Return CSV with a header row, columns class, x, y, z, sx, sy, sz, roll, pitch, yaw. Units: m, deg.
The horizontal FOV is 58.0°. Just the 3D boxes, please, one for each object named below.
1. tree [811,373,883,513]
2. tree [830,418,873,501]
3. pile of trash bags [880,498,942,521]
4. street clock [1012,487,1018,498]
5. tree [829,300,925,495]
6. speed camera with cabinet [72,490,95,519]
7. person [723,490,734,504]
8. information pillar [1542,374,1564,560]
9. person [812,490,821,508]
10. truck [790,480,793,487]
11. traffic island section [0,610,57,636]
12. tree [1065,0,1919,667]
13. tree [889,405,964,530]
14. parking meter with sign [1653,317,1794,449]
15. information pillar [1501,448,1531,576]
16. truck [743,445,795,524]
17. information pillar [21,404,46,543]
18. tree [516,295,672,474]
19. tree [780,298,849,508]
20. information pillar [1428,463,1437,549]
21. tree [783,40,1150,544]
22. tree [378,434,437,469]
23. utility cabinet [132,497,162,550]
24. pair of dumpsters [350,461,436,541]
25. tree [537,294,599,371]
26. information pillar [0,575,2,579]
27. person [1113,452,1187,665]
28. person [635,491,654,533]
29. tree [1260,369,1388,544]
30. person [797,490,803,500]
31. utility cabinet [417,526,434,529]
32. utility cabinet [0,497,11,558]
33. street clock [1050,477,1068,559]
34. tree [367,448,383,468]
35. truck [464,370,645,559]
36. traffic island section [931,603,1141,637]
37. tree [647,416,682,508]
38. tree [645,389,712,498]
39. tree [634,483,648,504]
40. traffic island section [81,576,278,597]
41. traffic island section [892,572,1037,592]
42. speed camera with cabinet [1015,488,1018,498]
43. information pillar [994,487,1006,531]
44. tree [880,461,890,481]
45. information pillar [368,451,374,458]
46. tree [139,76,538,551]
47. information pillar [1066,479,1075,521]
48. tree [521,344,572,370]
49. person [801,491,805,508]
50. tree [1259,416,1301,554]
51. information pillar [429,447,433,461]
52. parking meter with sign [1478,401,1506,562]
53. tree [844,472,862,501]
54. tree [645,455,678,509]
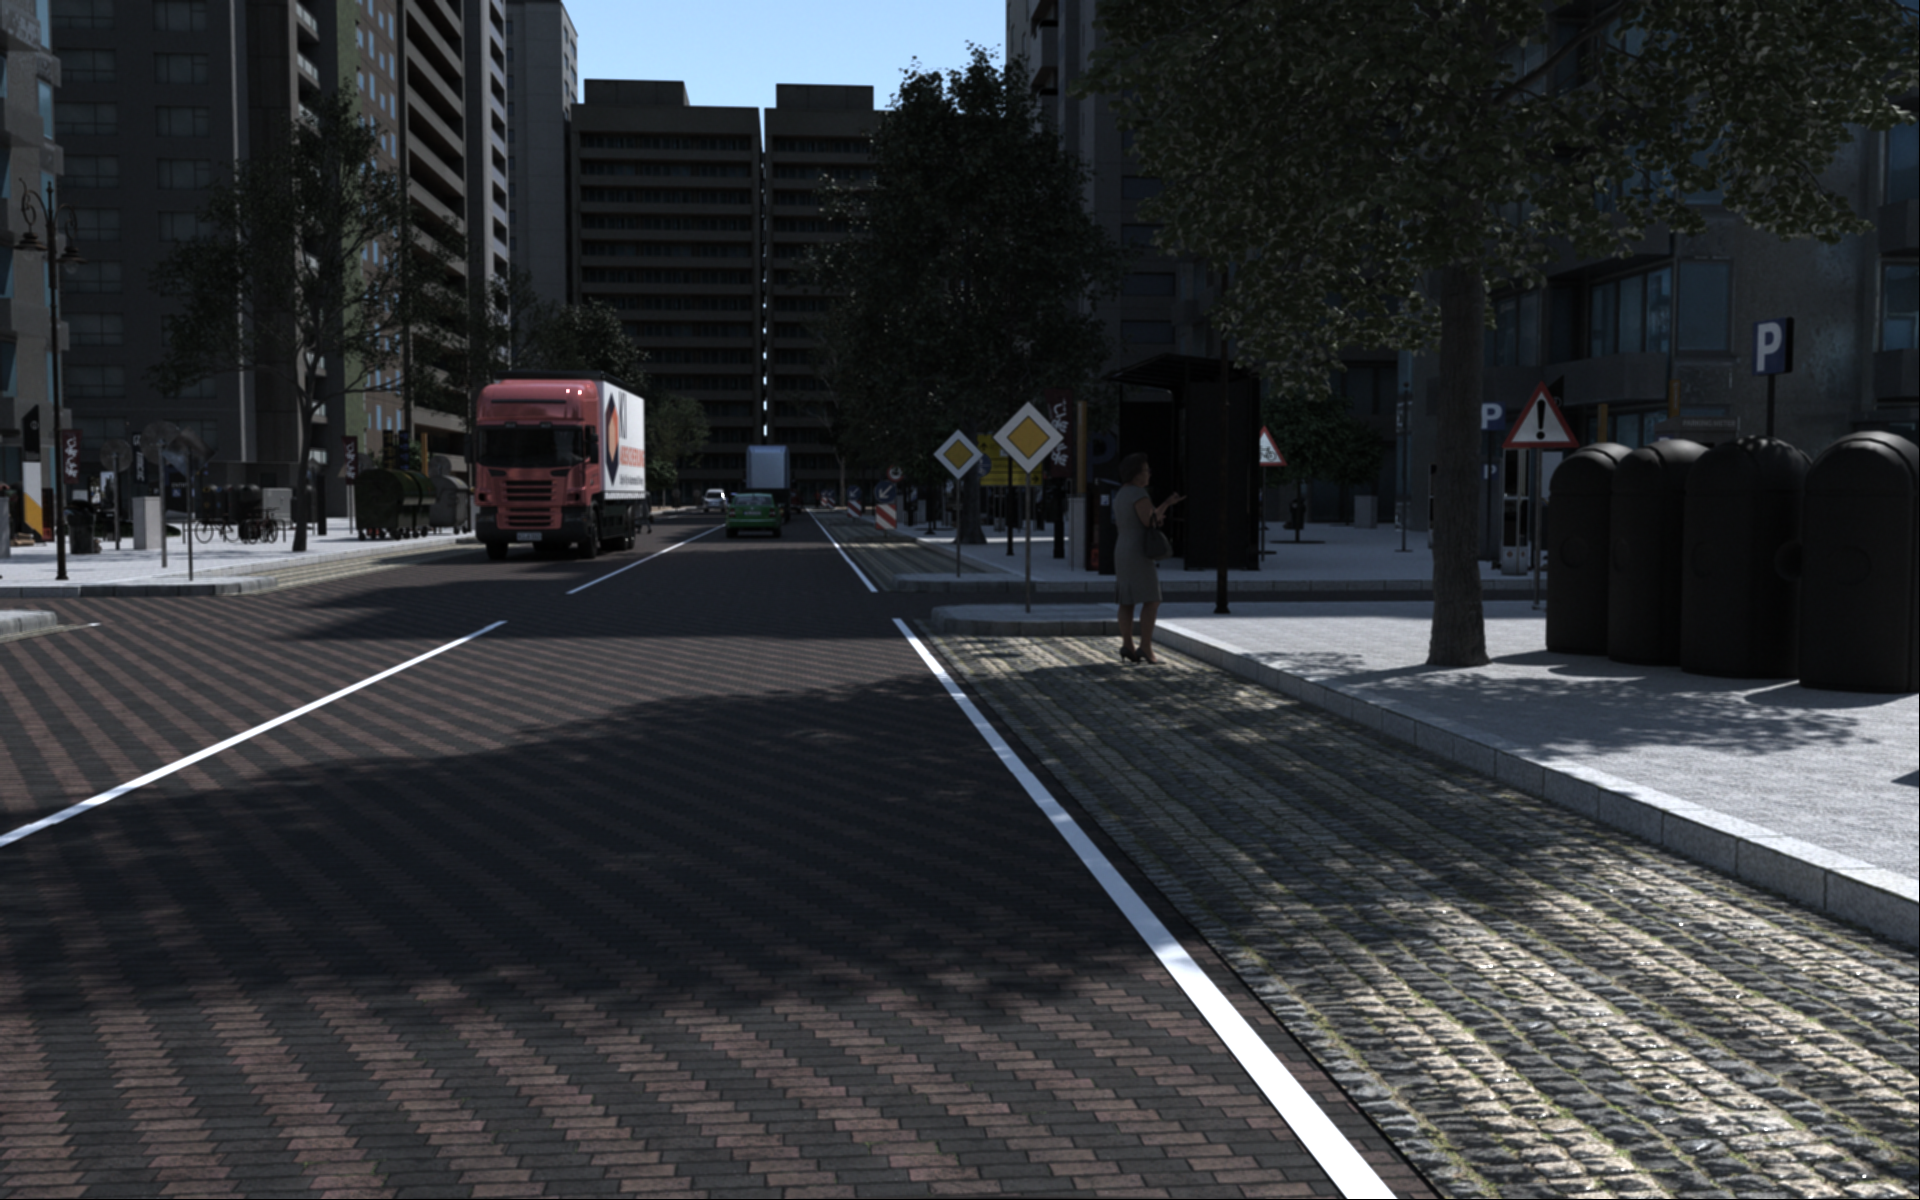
class,x,y,z,sx,sy,sz,roll,pitch,yaw
tree,-6.182,-11.038,114.881,8.767,10.594,7.601,3,5,39
tree,-8.891,-11.818,143.593,4.737,8.622,4.395,0,3,0
pile of trash bags,-2.782,-5.049,92.305,3.447,1.369,1.912,-3,5,-43
street clock,2.363,-4.361,75.880,0.358,2.002,0.471,-1,4,-9
tree,-2.837,-10.346,87.284,7.486,12.596,7.792,0,3,0
speed camera with cabinet,-38.237,-4.903,74.507,2.038,3.252,0.660,-2,4,-28
person,-17.777,-7.625,133.890,1.217,1.735,0.721,-2,4,-27
information pillar,11.545,-2.601,33.883,0.504,3.616,0.183,1,4,12
person,-13.270,-9.343,161.201,1.348,1.831,0.705,-3,5,-40
truck,-16.122,-9.906,150.875,2.839,4.237,11.283,0,4,-4
traffic island section,-10.636,0.282,17.668,2.009,0.180,2.903,0,4,-5
tree,3.867,-5.758,12.267,7.486,12.596,7.792,0,3,0
tree,-0.863,-4.792,62.058,4.285,4.588,4.351,0,3,0
parking meter with sign,7.283,-1.282,17.214,1.738,3.016,0.543,-1,4,-9
information pillar,8.756,-1.395,27.297,0.304,2.012,0.304,-3,5,-41
truck,-10.144,-6.131,90.000,2.967,4.110,18.799,0,4,-5
information pillar,-24.070,-3.277,44.940,0.183,3.616,0.504,1,4,22
tree,-21.375,-11.203,100.177,9.611,12.733,9.660,0,3,0
tree,-10.786,-18.947,165.665,12.611,20.169,13.585,0,3,0
information pillar,11.231,-2.216,40.718,0.304,2.012,0.304,-3,4,-39
tree,0.267,-7.789,44.350,9.611,12.733,9.660,0,3,0
tree,-28.834,-6.505,90.073,4.285,4.588,4.351,0,3,0
utility cabinet,-18.851,-1.773,40.157,0.306,1.237,1.020,0,4,-5
pair of dumpsters,-16.179,-2.873,49.459,1.574,2.255,4.437,0,4,-5
tree,-17.625,-8.143,67.558,8.767,10.594,7.601,2,4,25
information pillar,-14.739,-2.138,26.305,0.183,3.616,0.504,-2,4,-34
person,1.597,-0.347,14.535,0.532,1.782,0.716,-1,4,-19
person,-11.515,-3.325,62.960,0.694,1.812,0.767,-3,5,-39
tree,8.813,-3.776,45.456,4.285,4.588,4.351,0,3,0
person,-12.595,-7.802,136.591,0.721,1.766,1.217,1,4,12
utility cabinet,-19.299,-3.108,61.983,1.020,1.237,0.306,0,4,-2
utility cabinet,-19.283,-1.417,34.324,0.306,1.237,1.020,0,4,5
street clock,1.976,-1.831,34.509,0.358,2.002,0.471,1,4,16
tree,-24.693,-4.790,72.910,1.663,3.219,1.824,0,3,0
truck,-9.446,-3.221,41.585,2.839,4.237,11.283,0,4,-4
traffic island section,0.754,0.216,18.746,2.009,0.180,2.903,0,4,-5
tree,-27.752,-12.874,160.856,4.737,8.622,4.395,0,3,0
tree,-28.103,-15.007,171.116,9.928,11.665,9.643,0,3,0
tree,-23.269,-7.949,124.575,1.663,3.219,1.824,0,3,0
traffic island section,-11.395,-0.204,25.617,2.009,0.180,2.903,0,4,-5
traffic island section,-0.005,-0.270,26.696,2.009,0.180,2.903,0,4,-5
speed camera with cabinet,3.860,-6.087,93.864,2.038,3.252,0.660,3,5,43
information pillar,1.377,-3.400,60.075,0.304,2.012,0.304,2,4,34
tree,-3.939,-8.858,95.182,4.360,8.622,3.978,0,3,0
information pillar,-32.125,-6.297,94.303,0.504,3.616,0.183,-1,4,-10
tree,-14.439,-6.360,38.398,7.601,10.594,8.767,0,4,2
information pillar,5.326,-4.816,83.241,0.304,2.012,0.304,3,5,42
tree,-19.341,-8.171,83.962,4.360,8.622,3.978,0,3,0
person,-16.199,-10.258,176.900,0.721,1.739,1.217,3,4,37
tree,6.202,-2.600,37.108,1.663,3.219,1.824,0,3,0
information pillar,-26.342,-5.807,86.305,0.183,3.616,0.504,-2,4,-26
parking meter with sign,10.297,-2.278,33.512,0.543,3.016,1.738,1,4,20
tree,-9.177,-9.357,147.587,1.663,3.219,1.824,0,3,0
tree,-25.205,-9.860,144.930,4.285,4.588,4.351,0,3,0
